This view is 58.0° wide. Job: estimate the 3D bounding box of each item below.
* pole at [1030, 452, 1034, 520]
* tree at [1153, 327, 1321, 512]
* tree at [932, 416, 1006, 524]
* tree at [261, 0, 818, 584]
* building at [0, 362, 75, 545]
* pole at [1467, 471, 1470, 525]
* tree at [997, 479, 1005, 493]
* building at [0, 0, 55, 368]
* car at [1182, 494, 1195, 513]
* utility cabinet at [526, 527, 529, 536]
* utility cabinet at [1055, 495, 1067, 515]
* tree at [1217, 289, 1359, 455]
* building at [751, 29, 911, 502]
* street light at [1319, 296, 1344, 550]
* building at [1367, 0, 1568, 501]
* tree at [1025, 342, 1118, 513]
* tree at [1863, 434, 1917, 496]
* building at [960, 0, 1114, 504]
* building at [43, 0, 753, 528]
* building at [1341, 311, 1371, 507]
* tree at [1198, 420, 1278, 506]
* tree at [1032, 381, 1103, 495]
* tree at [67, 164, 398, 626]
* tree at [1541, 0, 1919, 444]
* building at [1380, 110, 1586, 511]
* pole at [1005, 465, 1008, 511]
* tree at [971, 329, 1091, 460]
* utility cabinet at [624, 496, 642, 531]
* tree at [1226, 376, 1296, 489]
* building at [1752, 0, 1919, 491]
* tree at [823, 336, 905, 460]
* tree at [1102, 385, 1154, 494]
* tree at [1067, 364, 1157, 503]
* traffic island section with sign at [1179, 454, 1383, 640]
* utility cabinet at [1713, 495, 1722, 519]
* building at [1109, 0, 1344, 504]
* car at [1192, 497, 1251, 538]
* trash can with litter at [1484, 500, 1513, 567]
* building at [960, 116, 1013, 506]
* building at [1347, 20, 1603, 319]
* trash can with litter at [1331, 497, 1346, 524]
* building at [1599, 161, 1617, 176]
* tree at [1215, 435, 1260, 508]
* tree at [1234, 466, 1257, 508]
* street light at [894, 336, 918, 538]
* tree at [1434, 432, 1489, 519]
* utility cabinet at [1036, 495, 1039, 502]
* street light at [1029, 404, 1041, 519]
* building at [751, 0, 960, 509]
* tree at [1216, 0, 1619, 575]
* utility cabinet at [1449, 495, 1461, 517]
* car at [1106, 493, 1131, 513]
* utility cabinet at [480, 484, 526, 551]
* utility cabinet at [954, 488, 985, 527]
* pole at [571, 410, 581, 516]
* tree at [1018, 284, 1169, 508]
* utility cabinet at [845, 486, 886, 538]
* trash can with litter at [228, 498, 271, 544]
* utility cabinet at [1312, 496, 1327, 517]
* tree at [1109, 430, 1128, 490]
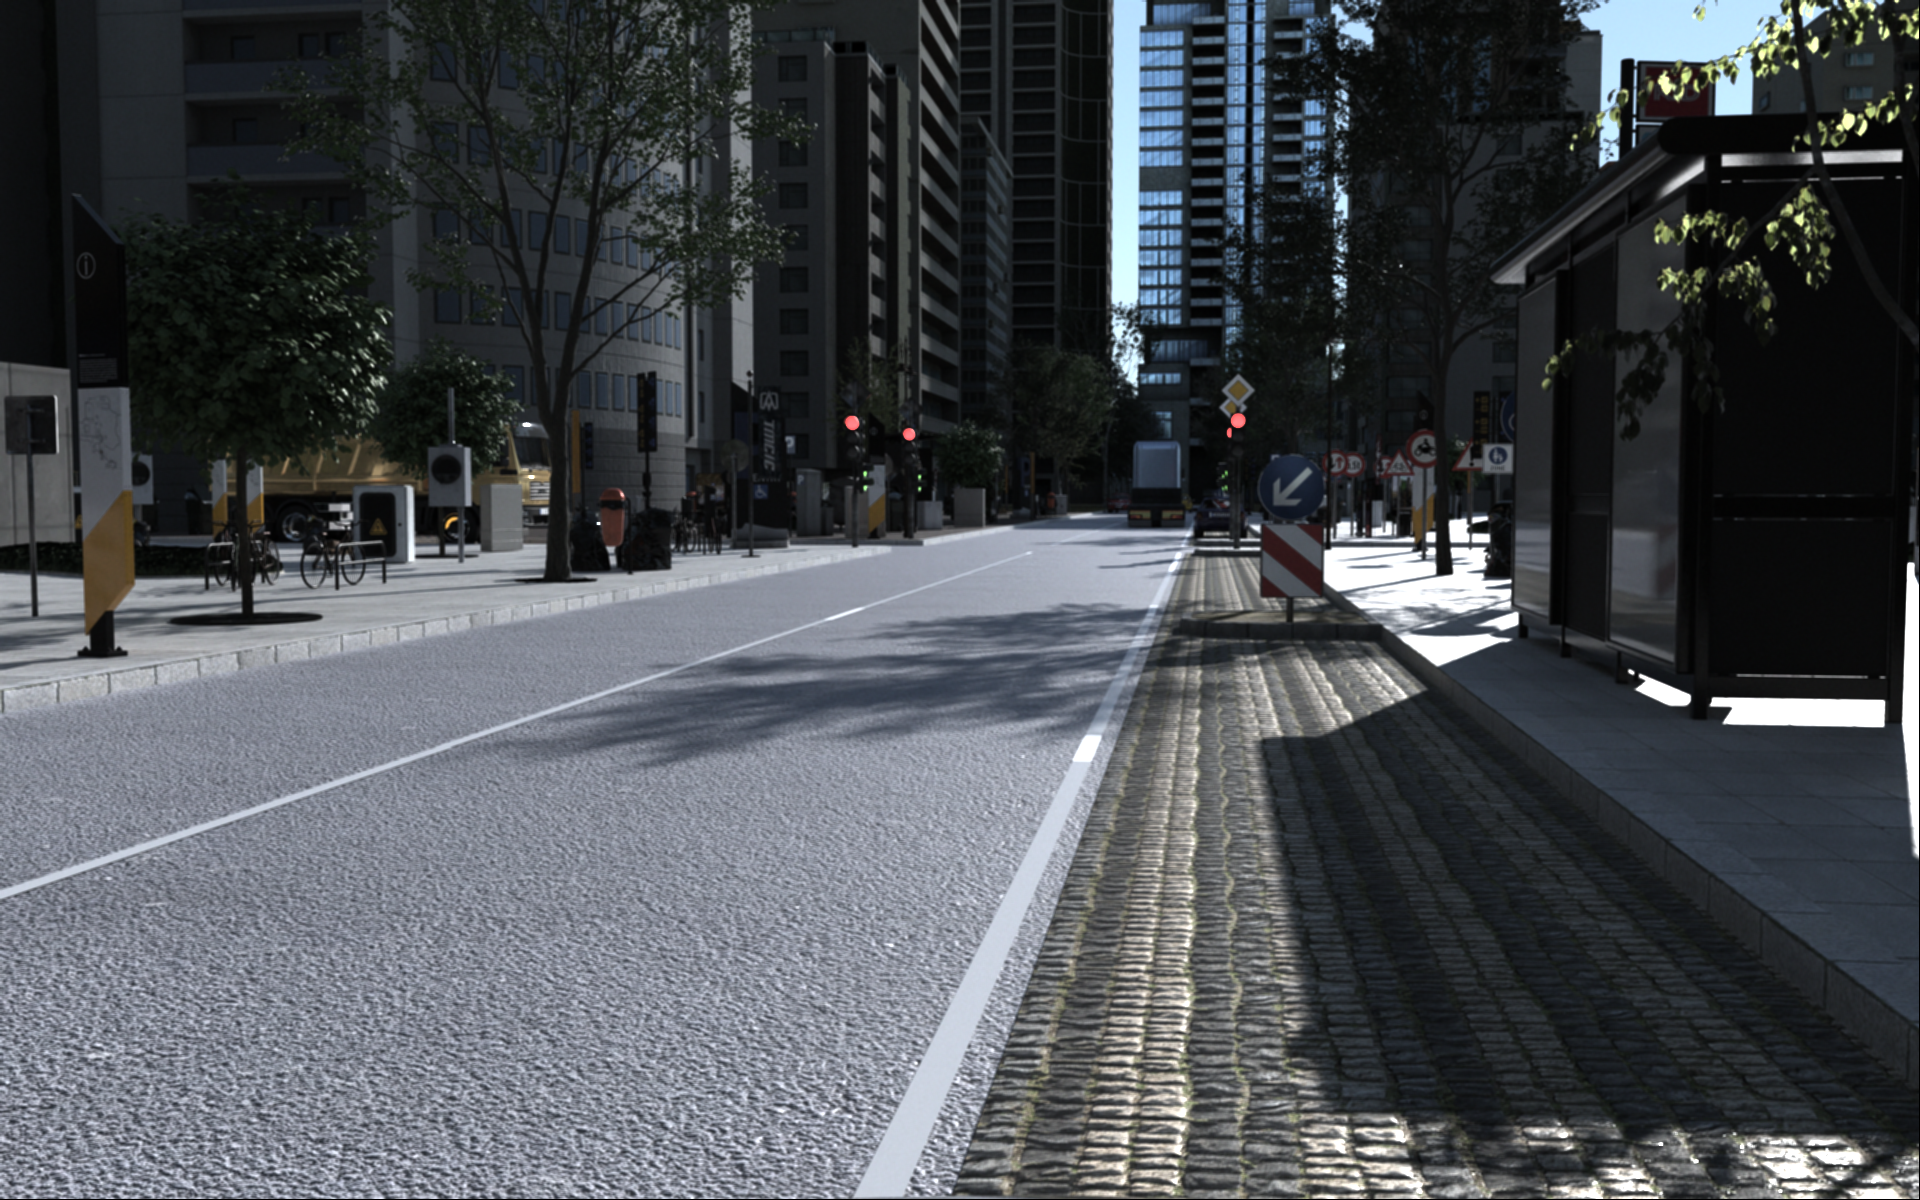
[{"bbox_3d":[3.517,-5.532,84.292,0.158,3.312,0.155,0,3,0],"label":"pole"},{"bbox_3d":[21.175,-13.168,125.663,12.009,13.543,11.850,0,3,0],"label":"tree"},{"bbox_3d":[0.302,-5.491,73.488,4.285,4.588,4.351,0,3,0],"label":"tree"},{"bbox_3d":[-5.869,-6.058,24.805,9.928,11.665,9.643,0,3,0],"label":"tree"},{"bbox_3d":[-29.082,-35.787,23.366,20.611,71.187,20.563,0,4,8],"label":"building"},{"bbox_3d":[21.277,-4.796,72.260,0.158,3.312,0.155,0,3,0],"label":"pole"},{"bbox_3d":[2.485,-7.776,121.746,1.663,3.219,1.824,0,3,0],"label":"tree"},{"bbox_3d":[-44.153,-18.318,71.205,14.107,30.474,14.160,0,4,8],"label":"building"},{"bbox_3d":[17.128,-7.574,134.060,2.015,1.641,3.980,1,4,9],"label":"car"},{"bbox_3d":[-13.525,-2.644,51.906,1.173,1.500,0.318,1,4,18],"label":"utility cabinet"},{"bbox_3d":[5.976,-5.739,104.997,1.020,1.237,0.306,0,4,-3],"label":"utility cabinet"},{"bbox_3d":[16.434,-9.827,86.420,9.928,11.665,9.643,0,3,0],"label":"tree"},{"bbox_3d":[-11.279,-20.821,112.118,14.160,30.474,14.107,0,4,8],"label":"building"},{"bbox_3d":[8.479,-4.094,39.724,0.468,5.910,1.993,0,4,8],"label":"street light"},{"bbox_3d":[42.830,-30.465,148.219,14.600,45.320,14.200,0,4,8],"label":"building"},{"bbox_3d":[7.269,-11.844,119.411,9.928,11.665,9.643,0,3,0],"label":"tree"},{"bbox_3d":[15.399,-2.131,29.438,1.663,3.219,1.824,0,3,0],"label":"tree"},{"bbox_3d":[9.286,-48.326,228.380,20.611,71.187,20.563,0,4,8],"label":"building"},{"bbox_3d":[-23.101,-32.679,76.308,21.231,58.520,28.212,0,4,8],"label":"building"},{"bbox_3d":[52.532,-19.832,169.292,27.650,21.520,28.899,0,4,8],"label":"building"},{"bbox_3d":[30.431,-16.451,185.980,9.611,12.733,9.660,0,3,0],"label":"tree"},{"bbox_3d":[6.372,-9.680,108.626,4.360,8.622,3.978,0,3,0],"label":"tree"},{"bbox_3d":[-7.243,-2.070,17.551,4.285,4.588,4.351,0,3,0],"label":"tree"},{"bbox_3d":[4.150,-3.477,7.208,4.360,8.622,3.978,0,3,0],"label":"tree"},{"bbox_3d":[39.860,-22.204,134.741,14.160,30.474,14.107,0,4,8],"label":"building"},{"bbox_3d":[3.235,-7.748,120.524,0.158,3.312,0.155,0,3,0],"label":"pole"},{"bbox_3d":[3.870,-10.051,98.754,7.601,10.594,8.767,-3,4,-36],"label":"tree"},{"bbox_3d":[-11.667,-3.040,60.869,1.020,1.237,0.306,2,4,30],"label":"utility cabinet"},{"bbox_3d":[16.826,-8.800,94.243,4.360,8.622,3.978,0,3,0],"label":"tree"},{"bbox_3d":[90.244,-33.223,166.895,21.600,48.544,21.300,0,4,8],"label":"building"},{"bbox_3d":[-4.033,-7.924,79.919,4.737,8.622,4.395,0,3,0],"label":"tree"},{"bbox_3d":[19.041,-17.413,195.077,12.009,13.543,11.850,0,3,0],"label":"tree"},{"bbox_3d":[14.231,-16.032,168.771,9.857,13.997,8.962,0,3,0],"label":"tree"},{"bbox_3d":[3.292,-0.571,17.967,1.989,1.847,2.006,0,4,8],"label":"traffic island section with sign"},{"bbox_3d":[38.668,-4.729,88.473,1.020,1.237,0.306,3,4,36],"label":"utility cabinet"},{"bbox_3d":[35.196,-55.799,224.982,31.000,86.520,22.319,0,4,8],"label":"building"},{"bbox_3d":[8.652,-2.736,57.309,1.945,1.354,3.894,1,4,10],"label":"car"},{"bbox_3d":[9.386,-1.153,30.234,0.624,1.170,1.055,0,4,1],"label":"trash can with litter"},{"bbox_3d":[-7.501,-29.602,175.876,23.993,40.220,32.217,0,4,8],"label":"building"},{"bbox_3d":[64.415,-41.531,221.031,28.212,58.520,21.231,0,4,8],"label":"building"},{"bbox_3d":[16.387,-3.934,75.710,0.624,1.170,1.055,2,4,33],"label":"trash can with litter"},{"bbox_3d":[93.255,-34.495,218.620,28.867,44.769,22.147,0,4,8],"label":"building"},{"bbox_3d":[22.990,-11.680,141.335,4.737,8.622,4.395,0,3,0],"label":"tree"},{"bbox_3d":[26.109,-10.886,161.707,4.285,4.588,4.351,0,3,0],"label":"tree"},{"bbox_3d":[-1.576,-4.761,50.636,0.468,5.910,1.993,0,4,8],"label":"street light"},{"bbox_3d":[25.870,-6.536,90.576,4.285,4.588,4.351,0,3,0],"label":"tree"},{"bbox_3d":[4.663,-6.200,112.535,0.306,1.237,1.020,3,5,42],"label":"utility cabinet"},{"bbox_3d":[3.860,-7.113,89.087,0.468,5.910,1.993,0,4,8],"label":"street light"},{"bbox_3d":[-12.016,-31.411,137.264,21.300,48.544,21.600,0,4,8],"label":"building"},{"bbox_3d":[7.378,-5.680,27.280,7.601,10.594,8.767,0,4,-3],"label":"tree"},{"bbox_3d":[27.852,-5.279,97.479,0.306,1.237,1.020,0,4,-8],"label":"utility cabinet"},{"bbox_3d":[12.281,-7.557,132.593,2.155,1.783,4.494,1,4,9],"label":"car"},{"bbox_3d":[-10.240,-1.834,38.657,0.318,1.500,1.173,1,4,21],"label":"utility cabinet"},{"bbox_3d":[0.369,-3.554,66.787,1.173,1.500,0.318,1,4,16],"label":"utility cabinet"},{"bbox_3d":[-9.364,-2.961,42.251,0.158,3.312,0.155,0,3,0],"label":"pole"},{"bbox_3d":[12.079,-18.386,156.504,12.611,20.169,13.585,0,3,0],"label":"tree"},{"bbox_3d":[-2.749,-2.555,50.453,1.173,1.500,0.318,-2,4,-24],"label":"utility cabinet"},{"bbox_3d":[-18.320,-2.035,44.665,1.055,1.170,0.624,0,4,1],"label":"trash can with litter"},{"bbox_3d":[16.785,-4.255,80.733,0.306,1.237,1.020,3,5,42],"label":"utility cabinet"},{"bbox_3d":[16.094,-13.949,178.430,4.360,8.622,3.978,0,3,0],"label":"tree"}]
